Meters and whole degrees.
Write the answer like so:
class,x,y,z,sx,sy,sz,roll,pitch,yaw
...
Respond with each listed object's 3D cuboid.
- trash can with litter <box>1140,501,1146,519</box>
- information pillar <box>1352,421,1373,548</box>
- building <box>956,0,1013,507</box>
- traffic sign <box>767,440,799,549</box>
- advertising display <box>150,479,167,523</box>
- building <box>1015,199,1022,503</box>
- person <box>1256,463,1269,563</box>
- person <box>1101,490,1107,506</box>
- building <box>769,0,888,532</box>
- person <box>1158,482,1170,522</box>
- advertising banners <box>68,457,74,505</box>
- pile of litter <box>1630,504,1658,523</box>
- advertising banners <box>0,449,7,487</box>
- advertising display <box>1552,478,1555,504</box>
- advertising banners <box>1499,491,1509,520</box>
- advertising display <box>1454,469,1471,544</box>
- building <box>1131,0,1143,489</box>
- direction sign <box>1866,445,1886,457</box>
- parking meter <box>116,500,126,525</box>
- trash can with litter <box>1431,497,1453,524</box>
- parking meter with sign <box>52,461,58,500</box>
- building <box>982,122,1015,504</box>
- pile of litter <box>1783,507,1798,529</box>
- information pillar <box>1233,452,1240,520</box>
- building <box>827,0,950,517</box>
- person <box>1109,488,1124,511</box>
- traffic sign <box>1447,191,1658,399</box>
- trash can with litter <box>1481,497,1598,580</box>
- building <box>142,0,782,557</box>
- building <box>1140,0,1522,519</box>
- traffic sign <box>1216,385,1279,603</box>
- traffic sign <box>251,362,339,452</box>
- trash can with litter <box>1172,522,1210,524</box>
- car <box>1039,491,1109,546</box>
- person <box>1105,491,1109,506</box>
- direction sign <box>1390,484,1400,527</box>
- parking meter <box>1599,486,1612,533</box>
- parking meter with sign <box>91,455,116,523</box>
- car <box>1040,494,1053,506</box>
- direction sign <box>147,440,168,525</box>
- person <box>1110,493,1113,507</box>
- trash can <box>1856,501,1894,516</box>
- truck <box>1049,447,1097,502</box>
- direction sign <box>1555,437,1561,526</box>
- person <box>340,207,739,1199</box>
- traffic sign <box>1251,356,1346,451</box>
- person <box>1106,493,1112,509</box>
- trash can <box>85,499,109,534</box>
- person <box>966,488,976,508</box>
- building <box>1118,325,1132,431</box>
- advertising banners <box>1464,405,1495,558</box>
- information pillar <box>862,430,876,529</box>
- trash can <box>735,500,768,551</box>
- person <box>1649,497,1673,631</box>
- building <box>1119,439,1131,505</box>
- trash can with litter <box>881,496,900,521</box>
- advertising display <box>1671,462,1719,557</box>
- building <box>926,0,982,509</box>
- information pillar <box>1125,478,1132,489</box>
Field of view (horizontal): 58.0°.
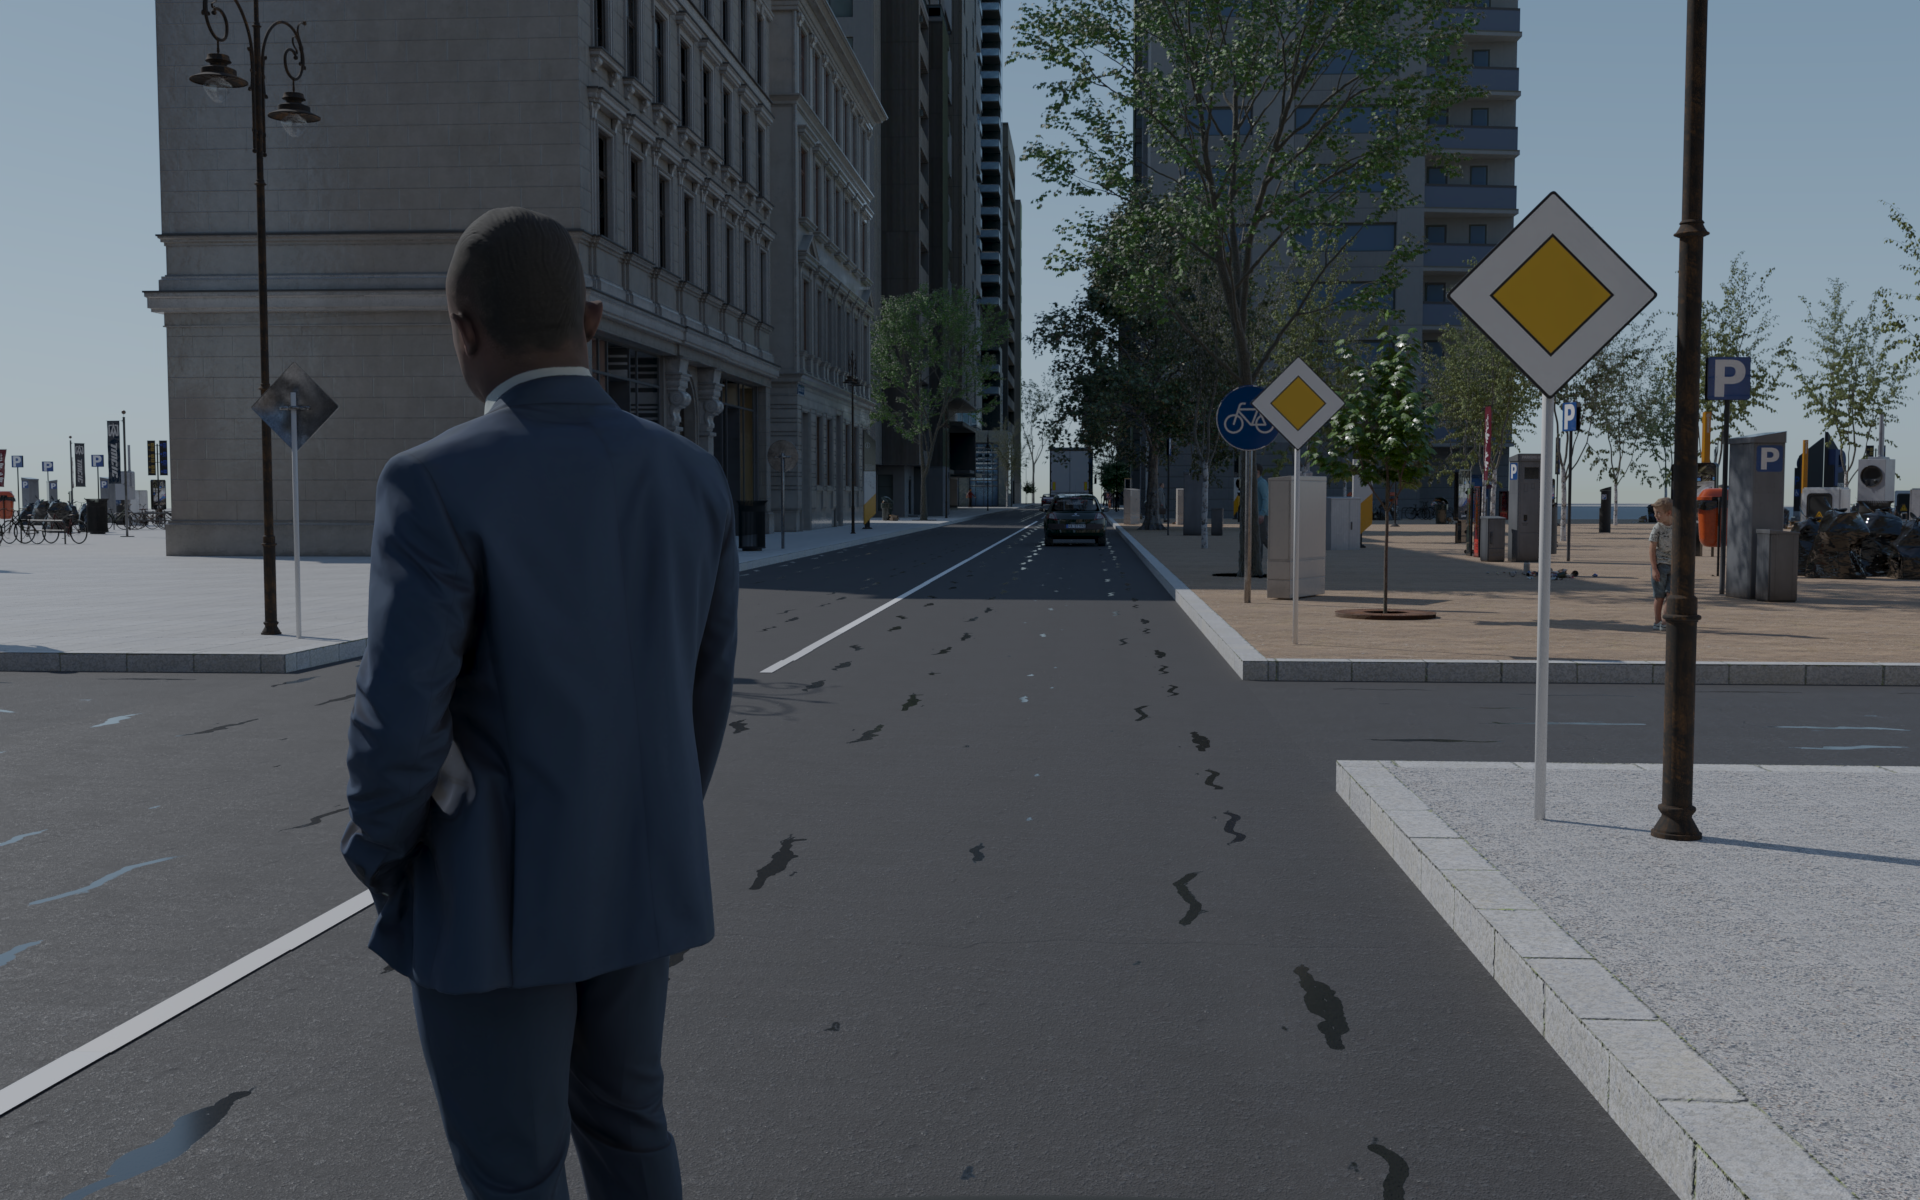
class,x,y,z,sx,sy,sz,roll,pitch,yaw
trash can with litter,9.459,-4.706,88.331,1.055,1.170,0.624,0,4,-1
information pillar,9.578,-3.052,41.252,0.504,3.616,0.183,0,4,-5
building,-5.122,-53.601,189.047,22.319,86.520,31.000,0,4,4
traffic sign,-4.159,-2.477,40.607,0.768,2.556,0.104,1,4,12
advertising display,-35.477,-4.371,76.672,0.123,1.923,0.974,1,4,9
building,1.072,-33.674,234.158,14.154,41.232,14.086,0,4,4
person,5.287,-1.470,30.091,0.620,1.820,0.660,0,4,-8
person,15.437,-10.857,184.109,0.990,1.755,0.434,2,4,34
building,-9.758,-14.171,67.849,11.583,22.565,21.152,0,4,4
person,9.158,-4.424,78.474,0.767,1.812,0.694,0,4,5
advertising banners,-41.973,-5.238,81.822,0.090,3.025,2.074,-1,4,-20
pile of litter,31.088,-3.914,77.959,1.719,0.858,1.176,2,4,27
advertising banners,-37.952,-4.332,67.019,2.074,3.025,0.090,-1,4,-10
advertising display,24.163,-4.059,71.581,0.974,1.923,0.123,-1,4,-23
advertising banners,27.174,-5.517,86.398,2.074,3.025,0.090,2,4,28
advertising display,13.117,-2.448,45.246,0.123,1.923,0.974,2,4,34
building,19.386,-26.968,124.522,14.154,41.232,14.086,0,4,4
direction sign,42.478,-5.408,80.419,0.876,3.537,0.379,0,4,3
parking meter,-34.744,-3.871,71.707,0.372,1.533,0.369,0,3,0
trash can with litter,20.670,-3.838,74.136,0.624,1.170,1.055,3,5,43
parking meter with sign,-48.030,-5.830,91.575,0.543,3.016,1.738,-3,4,-38
building,-4.188,-36.254,216.459,21.300,48.544,21.600,0,4,4
pile of litter,30.544,-3.042,63.697,1.719,0.858,1.176,-2,4,-35
information pillar,13.943,-5.865,87.241,0.183,3.616,0.504,-1,4,-21
building,-8.143,-19.956,97.976,14.160,30.474,14.107,0,4,4
person,12.085,-7.732,133.281,1.217,1.723,0.721,1,4,13
traffic sign,2.302,-0.278,6.733,0.795,2.593,0.064,0,4,4
trash can with litter,9.005,-0.965,26.835,1.678,1.210,2.233,1,4,19
building,-11.878,-11.331,36.167,10.553,20.767,40.483,0,4,4
building,21.338,-34.267,102.259,21.231,58.520,28.212,0,4,4
traffic sign,3.389,-1.237,20.334,0.768,2.556,0.104,1,4,10
traffic sign,-5.891,-0.805,15.351,0.795,2.593,0.064,0,4,4
trash can with litter,9.867,-3.826,73.617,2.233,1.210,1.678,-2,4,-34
car,3.240,-2.398,48.989,2.009,1.686,4.222,0,4,3
person,15.793,-11.000,185.872,1.348,1.826,0.705,-2,4,-31
direction sign,17.104,-4.648,67.991,0.876,3.537,0.379,1,4,14
parking meter,21.481,-3.012,57.660,0.372,1.533,0.369,0,3,0
parking meter with sign,-37.989,-4.957,77.311,0.543,3.016,1.738,0,4,4
car,10.878,-12.479,213.078,2.155,1.783,4.494,0,4,2
direction sign,-33.791,-4.954,72.989,0.876,3.537,0.379,0,4,6
person,15.471,-10.320,175.313,0.750,1.759,0.617,-1,4,-11
trash can,19.844,-1.586,37.586,0.748,1.137,0.748,0,3,0
truck,7.114,-7.353,109.135,2.839,4.237,11.283,0,4,6
direction sign,23.950,-4.737,69.442,0.379,3.537,0.876,2,4,30
person,-0.541,0.386,2.374,0.419,1.800,0.721,2,4,30
traffic sign,2.879,-0.765,14.697,0.795,2.593,0.064,0,4,4
person,13.015,-8.682,151.219,0.421,1.427,0.697,2,4,28
trash can,-27.648,-2.682,55.500,0.748,1.137,0.748,0,3,0
person,1.000,-9.670,164.109,0.705,1.831,1.348,3,5,39
building,26.711,-27.186,216.190,14.160,30.474,14.107,0,4,4
advertising banners,10.500,-2.380,35.104,0.090,3.025,2.074,0,4,5
information pillar,-3.325,-4.406,63.385,0.504,3.616,0.183,-2,4,-30
trash can,-4.685,-1.672,38.989,0.748,1.137,0.748,0,3,0
person,6.634,-0.336,16.224,0.332,1.250,0.352,3,5,40
building,29.006,-53.766,191.742,22.319,86.520,31.000,0,4,4
trash can with litter,-3.293,-4.362,82.710,0.624,1.170,1.055,-3,5,-44
advertising display,15.099,-1.860,35.630,0.123,1.923,0.974,-3,4,-38
building,-12.265,-34.102,146.803,28.713,52.752,27.495,0,4,4
information pillar,7.869,-4.686,81.103,0.304,2.012,0.304,1,4,12
